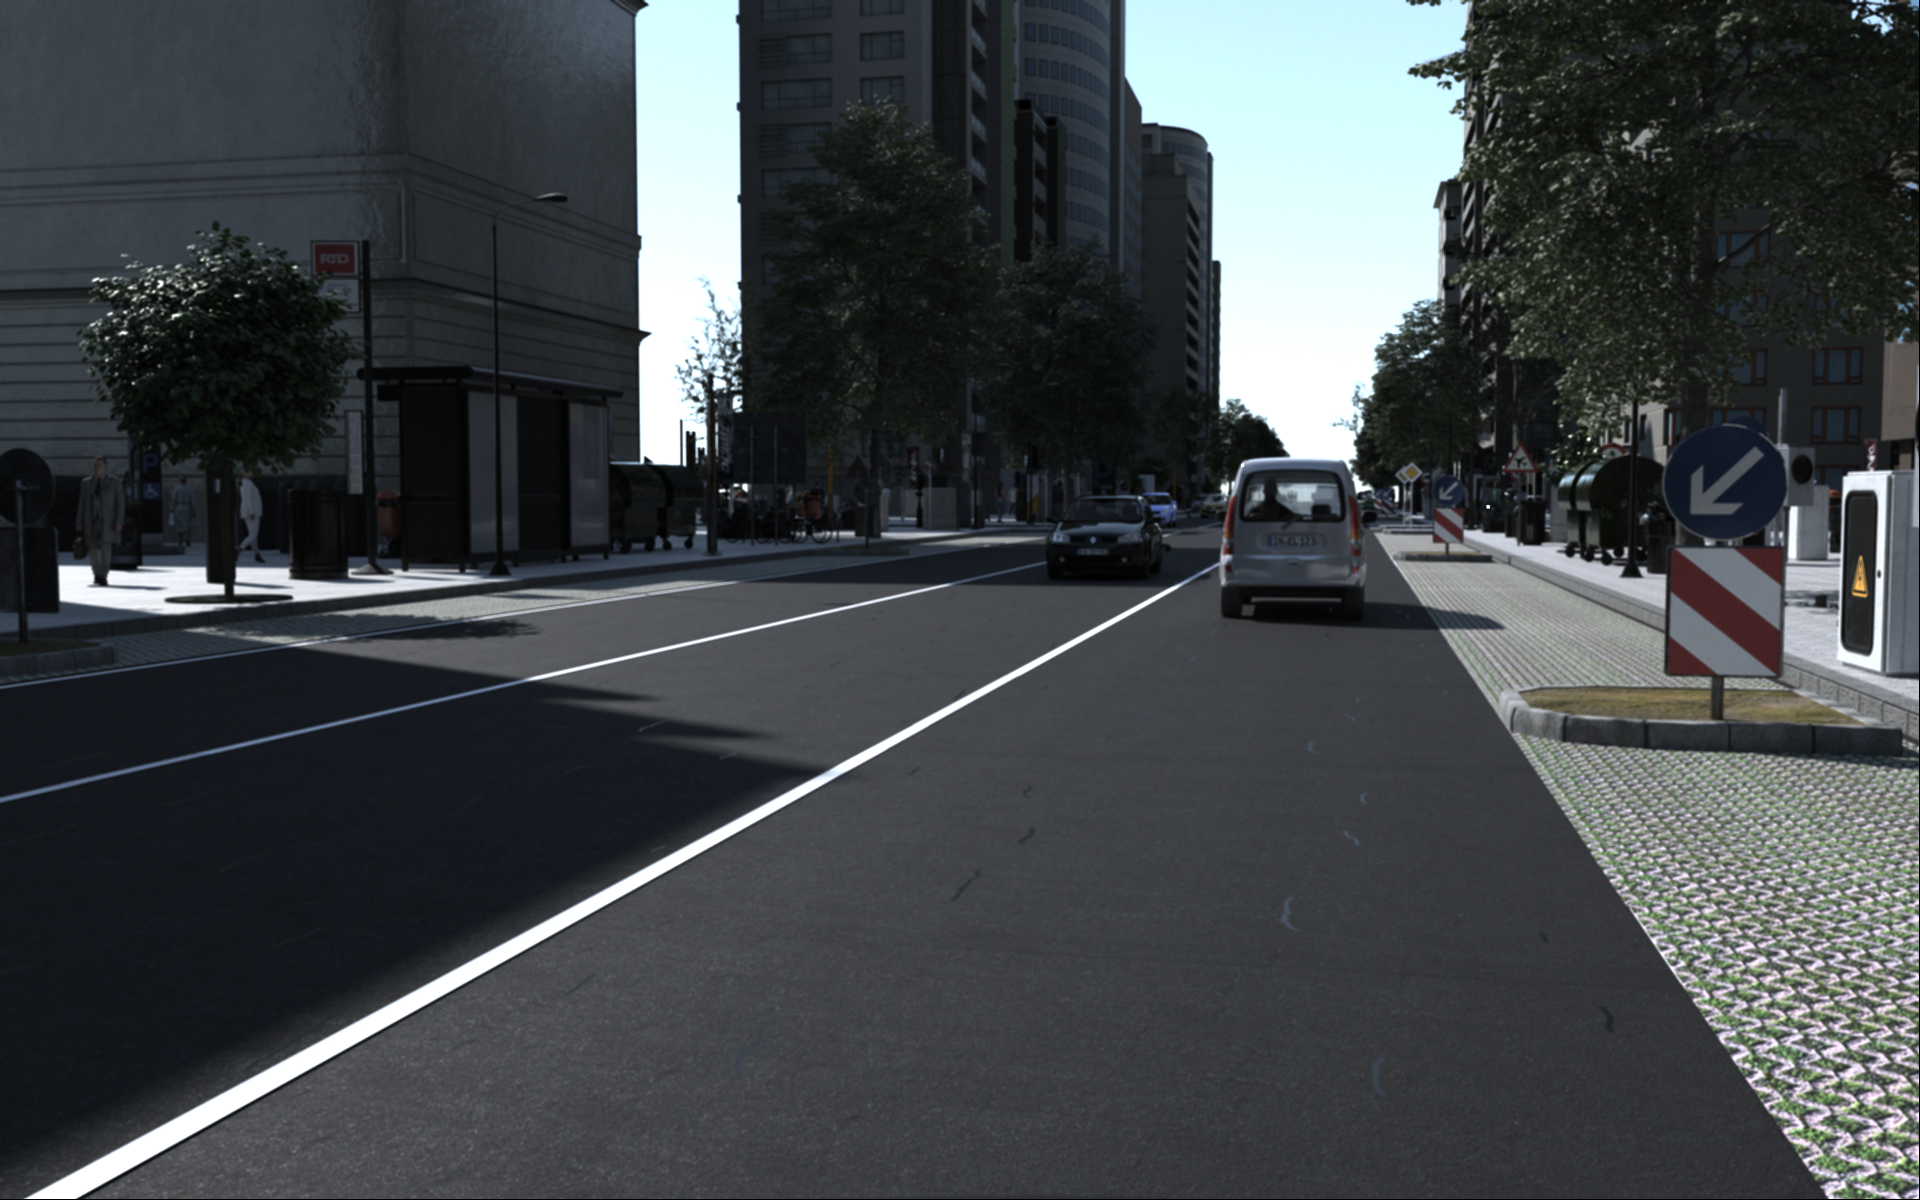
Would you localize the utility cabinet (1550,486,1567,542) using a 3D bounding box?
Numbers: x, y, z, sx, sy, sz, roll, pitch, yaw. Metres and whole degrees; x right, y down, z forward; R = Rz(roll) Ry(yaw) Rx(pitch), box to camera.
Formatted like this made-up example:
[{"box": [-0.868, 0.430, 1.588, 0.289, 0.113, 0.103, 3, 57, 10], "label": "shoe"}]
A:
[{"box": [16.083, -2.242, 45.339, 1.173, 1.500, 0.318, 0, 4, 2], "label": "utility cabinet"}]

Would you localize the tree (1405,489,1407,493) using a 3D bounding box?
[{"box": [36.062, -8.759, 137.810, 1.663, 3.219, 1.824, 0, 3, 0], "label": "tree"}]

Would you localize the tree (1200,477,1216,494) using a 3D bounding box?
[{"box": [25.472, -11.170, 177.231, 1.663, 3.219, 1.824, 0, 3, 0], "label": "tree"}]

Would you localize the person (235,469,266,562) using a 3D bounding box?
[{"box": [-13.238, -1.605, 32.167, 0.514, 1.842, 0.818, 2, 4, 32], "label": "person"}]

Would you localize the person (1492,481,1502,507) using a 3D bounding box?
[{"box": [21.447, -3.842, 69.114, 0.529, 1.795, 0.600, 2, 4, 26], "label": "person"}]

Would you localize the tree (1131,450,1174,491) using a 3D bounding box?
[{"box": [14.117, -8.813, 127.798, 4.285, 4.588, 4.351, 0, 3, 0], "label": "tree"}]

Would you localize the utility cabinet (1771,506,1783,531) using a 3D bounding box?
[{"box": [27.432, -3.066, 58.816, 1.173, 1.500, 0.318, 1, 4, 19], "label": "utility cabinet"}]

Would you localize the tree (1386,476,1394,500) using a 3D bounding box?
[{"box": [46.769, -14.446, 186.546, 4.360, 8.622, 3.978, 0, 3, 0], "label": "tree"}]

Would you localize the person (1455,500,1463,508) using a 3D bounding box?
[{"box": [23.946, -4.354, 82.727, 0.738, 1.151, 1.012, 1, 4, 19], "label": "person"}]

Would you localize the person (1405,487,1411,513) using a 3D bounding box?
[{"box": [30.128, -6.691, 115.925, 0.515, 1.767, 0.782, -3, 4, -38], "label": "person"}]

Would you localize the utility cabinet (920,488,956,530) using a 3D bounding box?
[{"box": [-0.726, -3.231, 61.512, 1.173, 1.500, 0.318, -2, 4, -25], "label": "utility cabinet"}]

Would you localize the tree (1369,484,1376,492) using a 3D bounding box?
[{"box": [67.467, -18.044, 278.732, 4.285, 4.588, 4.351, 0, 3, 0], "label": "tree"}]

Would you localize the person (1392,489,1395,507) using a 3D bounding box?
[{"box": [42.111, -9.900, 168.048, 0.705, 1.807, 1.348, 1, 4, 15], "label": "person"}]

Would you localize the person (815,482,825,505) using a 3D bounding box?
[{"box": [-7.180, -5.067, 88.247, 0.648, 1.900, 0.474, 0, 4, -8], "label": "person"}]

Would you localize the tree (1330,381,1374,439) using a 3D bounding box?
[{"box": [68.720, -26.537, 289.775, 12.611, 20.169, 13.585, 0, 3, 0], "label": "tree"}]

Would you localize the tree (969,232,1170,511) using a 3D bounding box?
[{"box": [5.181, -10.816, 83.500, 9.857, 13.997, 8.962, 0, 3, 0], "label": "tree"}]

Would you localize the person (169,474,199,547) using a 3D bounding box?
[{"box": [-18.984, -2.195, 42.284, 0.694, 1.780, 0.624, -1, 4, -14], "label": "person"}]

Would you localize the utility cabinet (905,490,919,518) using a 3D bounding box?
[{"box": [-2.385, -5.149, 92.857, 1.173, 1.500, 0.318, 2, 4, 32], "label": "utility cabinet"}]

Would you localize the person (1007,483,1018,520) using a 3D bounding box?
[{"box": [2.707, -4.976, 87.249, 0.661, 1.843, 0.795, 3, 4, 39], "label": "person"}]

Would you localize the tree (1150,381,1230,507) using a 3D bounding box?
[{"box": [21.197, -14.342, 160.252, 9.928, 11.665, 9.643, 0, 3, 0], "label": "tree"}]

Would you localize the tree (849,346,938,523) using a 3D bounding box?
[{"box": [-2.789, -7.740, 76.919, 4.360, 8.622, 3.978, 0, 3, 0], "label": "tree"}]

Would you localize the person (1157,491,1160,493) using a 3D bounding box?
[{"box": [22.837, -11.757, 199.200, 0.436, 1.711, 0.756, 3, 5, 44], "label": "person"}]

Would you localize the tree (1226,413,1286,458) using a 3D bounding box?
[{"box": [43.258, -21.243, 257.690, 12.009, 13.543, 11.850, 0, 3, 0], "label": "tree"}]

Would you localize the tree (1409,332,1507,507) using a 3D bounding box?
[{"box": [22.328, -7.734, 76.821, 4.737, 8.622, 4.395, 0, 3, 0], "label": "tree"}]

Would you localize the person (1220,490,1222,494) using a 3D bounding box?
[{"box": [24.321, -9.347, 161.352, 0.705, 1.821, 1.348, 1, 4, 13], "label": "person"}]

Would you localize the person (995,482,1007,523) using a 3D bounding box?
[{"box": [1.827, -4.329, 76.826, 0.555, 1.821, 0.388, 1, 4, 20], "label": "person"}]

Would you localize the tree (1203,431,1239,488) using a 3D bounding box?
[{"box": [28.792, -14.783, 192.068, 4.737, 8.622, 4.395, 0, 3, 0], "label": "tree"}]

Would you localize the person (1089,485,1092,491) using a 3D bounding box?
[{"box": [7.714, -5.816, 101.107, 0.573, 1.828, 0.580, 0, 4, 4], "label": "person"}]

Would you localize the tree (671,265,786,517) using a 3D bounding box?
[{"box": [-7.474, -6.481, 56.323, 4.360, 8.622, 3.978, 0, 3, 0], "label": "tree"}]

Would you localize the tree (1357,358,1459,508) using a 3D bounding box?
[{"box": [40.745, -15.300, 156.815, 9.857, 13.997, 8.962, 0, 3, 0], "label": "tree"}]

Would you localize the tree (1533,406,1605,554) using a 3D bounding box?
[{"box": [13.608, -2.642, 37.791, 1.663, 3.219, 1.824, 0, 3, 0], "label": "tree"}]

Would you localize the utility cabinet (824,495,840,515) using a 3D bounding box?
[{"box": [-7.385, -5.430, 99.941, 1.020, 1.237, 0.306, 3, 5, 43], "label": "utility cabinet"}]

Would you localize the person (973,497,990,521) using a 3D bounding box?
[{"box": [1.041, -4.274, 81.415, 1.012, 1.151, 0.738, -3, 4, -38], "label": "person"}]

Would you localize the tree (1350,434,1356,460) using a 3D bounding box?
[{"box": [62.655, -21.360, 255.885, 9.857, 13.997, 8.962, 0, 3, 0], "label": "tree"}]

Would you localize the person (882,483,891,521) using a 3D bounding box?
[{"box": [-3.495, -4.629, 81.955, 0.478, 1.798, 0.641, -1, 4, -11], "label": "person"}]

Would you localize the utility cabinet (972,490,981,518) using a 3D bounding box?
[{"box": [0.608, -5.149, 92.870, 1.173, 1.500, 0.318, 3, 4, 38], "label": "utility cabinet"}]

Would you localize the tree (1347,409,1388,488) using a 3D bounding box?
[{"box": [49.913, -17.449, 202.305, 9.611, 12.733, 9.660, 0, 3, 0], "label": "tree"}]

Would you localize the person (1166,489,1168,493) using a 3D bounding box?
[{"box": [19.641, -9.655, 163.908, 1.348, 1.824, 0.705, -2, 4, -27], "label": "person"}]

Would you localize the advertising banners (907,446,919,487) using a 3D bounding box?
[{"box": [-1.079, -4.112, 63.418, 2.074, 3.025, 0.090, 2, 4, 33], "label": "advertising banners"}]

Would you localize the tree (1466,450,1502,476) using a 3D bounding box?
[{"box": [36.951, -8.560, 123.662, 4.285, 4.588, 4.351, 0, 3, 0], "label": "tree"}]

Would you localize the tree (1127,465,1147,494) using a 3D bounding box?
[{"box": [11.291, -7.251, 113.160, 1.663, 3.219, 1.824, 0, 3, 0], "label": "tree"}]

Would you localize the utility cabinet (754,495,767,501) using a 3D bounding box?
[{"box": [-10.540, -4.915, 91.521, 0.306, 1.237, 1.020, -2, 4, -31], "label": "utility cabinet"}]

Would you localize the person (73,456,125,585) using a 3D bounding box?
[{"box": [-12.190, -1.122, 24.487, 0.694, 1.812, 0.767, -1, 4, -9], "label": "person"}]

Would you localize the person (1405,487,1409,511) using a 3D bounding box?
[{"box": [32.406, -7.267, 124.835, 0.713, 1.824, 0.794, -1, 4, -13], "label": "person"}]

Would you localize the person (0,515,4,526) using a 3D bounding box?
[{"box": [-14.890, -1.209, 26.292, 0.782, 1.767, 0.515, -1, 4, -22], "label": "person"}]

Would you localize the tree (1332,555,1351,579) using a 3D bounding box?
[{"box": [6.036, -5.171, 2.667, 7.486, 12.596, 7.792, 0, 3, 0], "label": "tree"}]

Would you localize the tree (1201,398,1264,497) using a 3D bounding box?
[{"box": [32.065, -17.440, 203.264, 7.486, 12.596, 7.792, 0, 3, 0], "label": "tree"}]

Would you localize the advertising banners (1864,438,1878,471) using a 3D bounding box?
[{"box": [28.782, -3.512, 53.612, 0.090, 3.025, 2.074, -1, 4, -18], "label": "advertising banners"}]

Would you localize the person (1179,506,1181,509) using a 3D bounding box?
[{"box": [18.763, -8.582, 146.639, 0.573, 1.790, 0.520, -1, 4, -11], "label": "person"}]

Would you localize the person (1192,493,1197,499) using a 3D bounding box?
[{"box": [28.767, -12.396, 211.977, 1.065, 1.426, 0.557, 2, 4, 28], "label": "person"}]

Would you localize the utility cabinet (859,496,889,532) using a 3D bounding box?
[{"box": [-2.901, -2.877, 58.208, 1.020, 1.237, 0.306, 2, 4, 30], "label": "utility cabinet"}]

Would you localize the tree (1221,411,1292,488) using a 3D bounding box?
[{"box": [40.379, -19.735, 239.679, 9.611, 12.733, 9.660, 0, 3, 0], "label": "tree"}]

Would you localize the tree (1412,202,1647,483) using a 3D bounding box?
[{"box": [17.452, -7.241, 52.808, 7.601, 10.594, 8.767, -1, 4, -23], "label": "tree"}]

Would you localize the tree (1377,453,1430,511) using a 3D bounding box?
[{"box": [34.930, -9.125, 132.900, 4.285, 4.588, 4.351, 0, 3, 0], "label": "tree"}]

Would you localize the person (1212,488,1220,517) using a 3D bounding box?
[{"box": [16.356, -6.236, 110.431, 0.580, 1.828, 0.573, -1, 4, -10], "label": "person"}]

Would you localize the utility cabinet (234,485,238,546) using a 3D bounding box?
[{"box": [-17.596, -2.051, 42.211, 1.173, 1.500, 0.318, 0, 4, 5], "label": "utility cabinet"}]

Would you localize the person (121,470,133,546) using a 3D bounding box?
[{"box": [-18.439, -1.972, 38.373, 0.778, 1.811, 0.616, 2, 4, 32], "label": "person"}]
